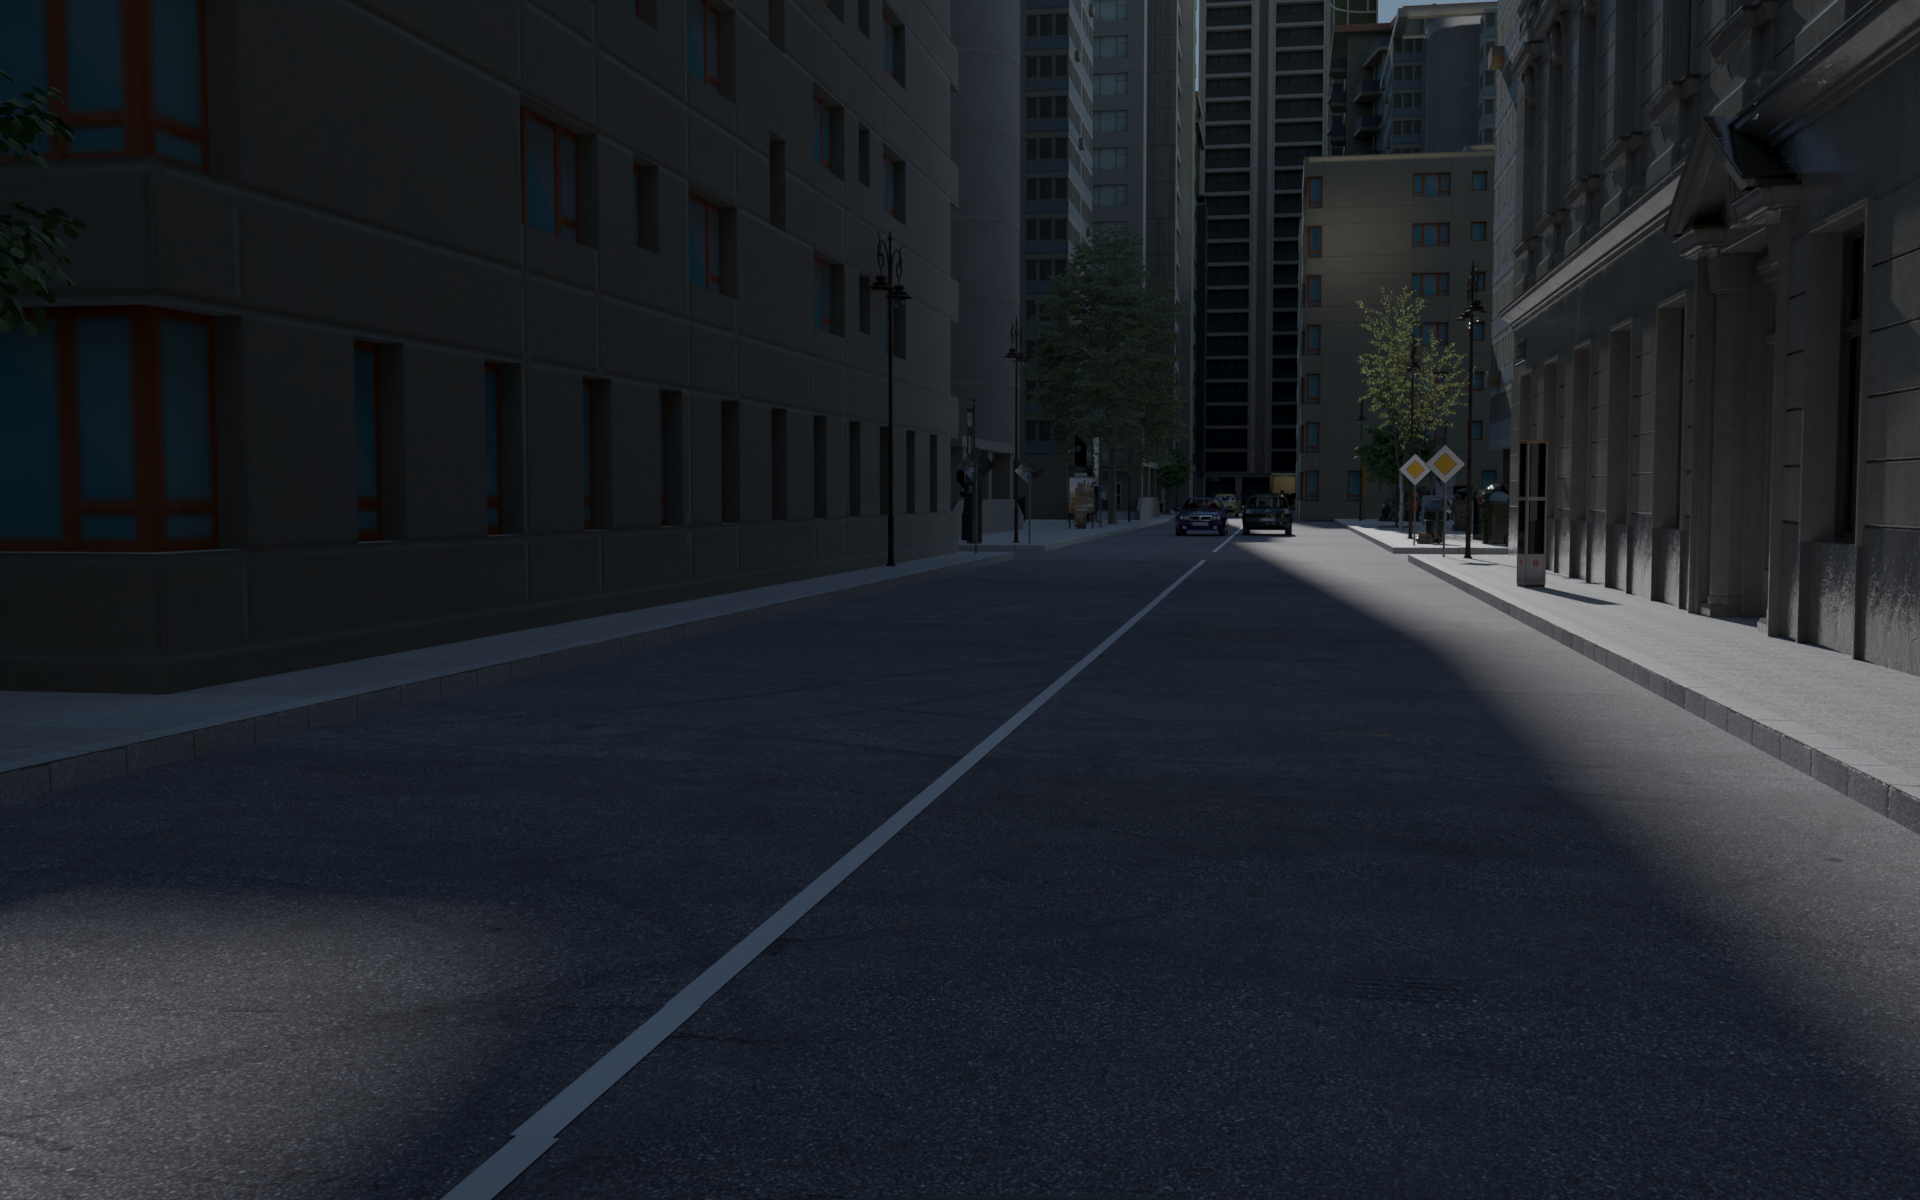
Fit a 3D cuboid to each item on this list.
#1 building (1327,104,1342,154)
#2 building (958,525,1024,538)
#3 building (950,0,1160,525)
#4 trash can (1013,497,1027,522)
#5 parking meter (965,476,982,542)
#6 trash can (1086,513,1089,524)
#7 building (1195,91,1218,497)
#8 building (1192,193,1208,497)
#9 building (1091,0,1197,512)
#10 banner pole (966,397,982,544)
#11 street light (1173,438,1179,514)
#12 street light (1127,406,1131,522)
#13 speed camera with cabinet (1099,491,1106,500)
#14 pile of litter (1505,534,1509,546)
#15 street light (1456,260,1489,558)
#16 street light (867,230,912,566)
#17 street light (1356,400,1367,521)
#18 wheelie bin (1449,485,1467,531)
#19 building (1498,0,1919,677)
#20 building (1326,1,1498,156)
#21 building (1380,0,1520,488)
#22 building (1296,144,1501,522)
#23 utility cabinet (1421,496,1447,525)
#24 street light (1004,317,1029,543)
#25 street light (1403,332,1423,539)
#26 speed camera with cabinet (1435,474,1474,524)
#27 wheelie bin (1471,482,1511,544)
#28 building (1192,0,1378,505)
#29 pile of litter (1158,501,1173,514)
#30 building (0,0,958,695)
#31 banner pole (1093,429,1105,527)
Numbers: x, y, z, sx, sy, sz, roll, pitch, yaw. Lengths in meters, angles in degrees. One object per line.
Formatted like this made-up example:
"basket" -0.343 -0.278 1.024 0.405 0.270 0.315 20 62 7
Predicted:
"building" 45.511 -30.505 182.352 14.154 41.232 14.086 1 4 10
"building" -14.766 -22.424 58.519 32.217 40.220 23.993 1 4 10
"building" -5.730 -24.564 93.503 32.217 40.220 23.993 1 4 10
"trash can" 2.566 -3.936 76.004 0.748 1.137 0.748 0 3 0
"parking meter" 0.364 -2.438 45.573 0.399 1.863 0.255 3 4 36
"trash can" 5.315 -3.891 75.268 0.748 1.137 0.748 0 3 0
"building" 12.831 -32.450 185.182 28.867 44.769 22.147 1 4 10
"building" 15.675 -23.858 161.781 14.160 30.474 14.107 1 4 10
"building" 9.755 -27.092 126.550 14.154 41.232 14.086 1 4 10
"banner pole" 0.293 -3.335 44.549 0.401 3.779 0.863 1 4 17
"street light" 14.186 -8.605 113.482 0.468 5.910 1.993 1 4 10
"street light" 7.755 -6.509 79.211 0.468 5.910 1.993 1 4 10
"speed camera with cabinet" 7.805 -6.759 104.838 2.038 3.252 0.660 1 4 12
"pile of litter" 14.231 -1.758 42.711 1.719 0.858 1.176 0 4 -2
"street light" 10.152 -3.771 34.444 0.468 5.910 1.993 1 4 10
"street light" -1.229 -3.536 30.605 0.468 5.910 1.993 1 4 10
"street light" 19.159 -6.724 82.727 0.468 5.910 1.993 1 4 10
"wheelie bin" 17.354 -3.167 59.682 0.980 1.594 0.693 1 4 10
"building" 14.658 -14.334 10.779 17.030 29.872 44.131 1 4 10
"building" 45.114 -30.910 160.007 22.147 44.769 28.867 1 4 10
"building" 45.253 -26.956 132.609 32.217 40.220 23.993 1 4 10
"building" 33.833 -15.637 100.707 27.650 21.520 28.899 1 4 10
"utility cabinet" 19.783 -3.737 72.268 1.020 1.237 0.306 3 5 43
"street light" 1.481 -4.446 45.479 0.468 5.910 1.993 1 4 10
"street light" 12.923 -4.694 49.527 0.468 5.910 1.993 1 4 10
"speed camera with cabinet" 21.731 -4.955 75.357 2.038 3.252 0.660 -1 4 -16
"wheelie bin" 13.712 -2.224 44.264 0.693 1.594 0.980 -1 4 -19
"building" 39.273 -47.075 207.931 20.611 71.187 20.563 1 4 10
"pile of litter" 13.046 -5.933 110.973 1.719 0.858 1.176 -3 4 -36
"building" -16.764 -11.105 26.612 28.899 21.520 27.650 1 4 10
"banner pole" 5.331 -4.708 66.993 0.401 3.779 0.863 -2 4 -24
